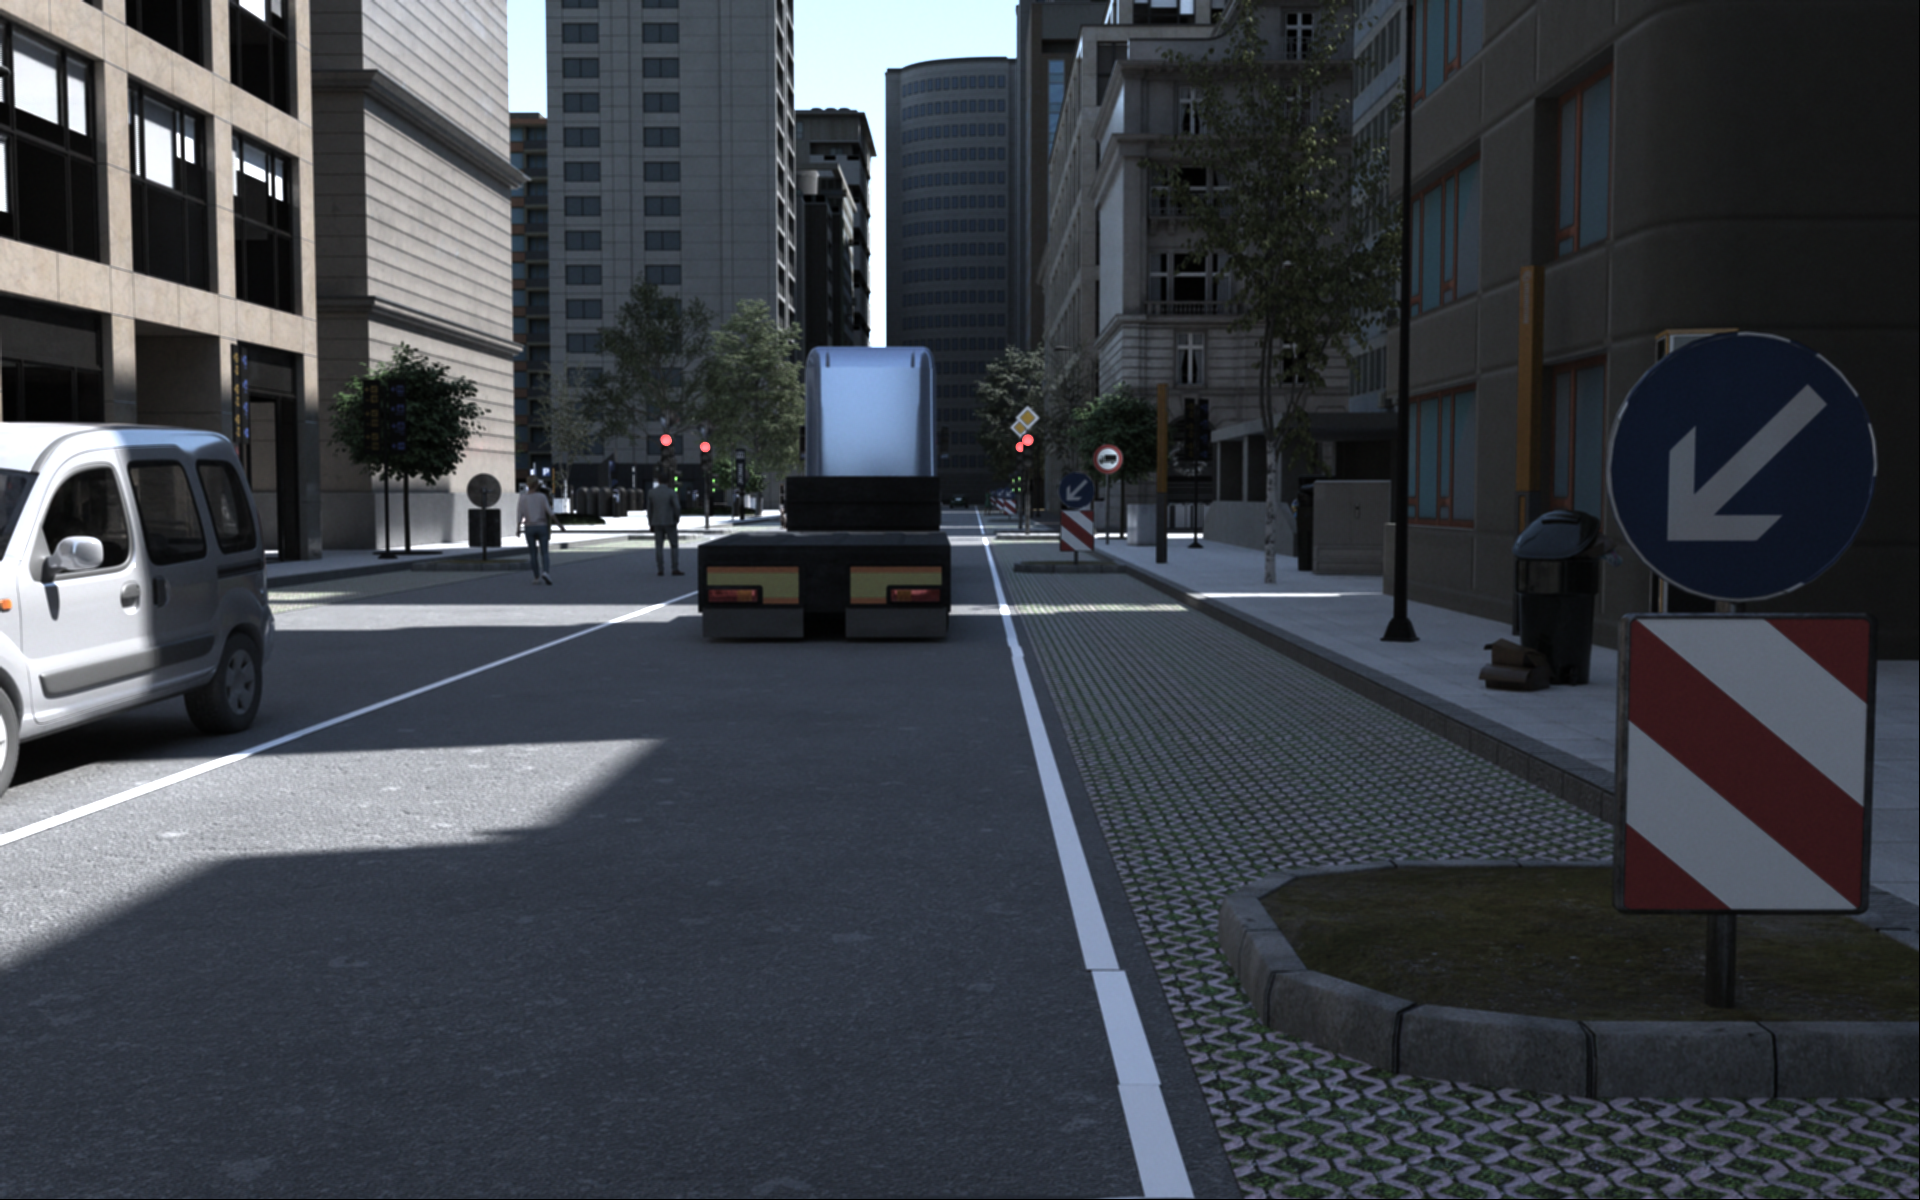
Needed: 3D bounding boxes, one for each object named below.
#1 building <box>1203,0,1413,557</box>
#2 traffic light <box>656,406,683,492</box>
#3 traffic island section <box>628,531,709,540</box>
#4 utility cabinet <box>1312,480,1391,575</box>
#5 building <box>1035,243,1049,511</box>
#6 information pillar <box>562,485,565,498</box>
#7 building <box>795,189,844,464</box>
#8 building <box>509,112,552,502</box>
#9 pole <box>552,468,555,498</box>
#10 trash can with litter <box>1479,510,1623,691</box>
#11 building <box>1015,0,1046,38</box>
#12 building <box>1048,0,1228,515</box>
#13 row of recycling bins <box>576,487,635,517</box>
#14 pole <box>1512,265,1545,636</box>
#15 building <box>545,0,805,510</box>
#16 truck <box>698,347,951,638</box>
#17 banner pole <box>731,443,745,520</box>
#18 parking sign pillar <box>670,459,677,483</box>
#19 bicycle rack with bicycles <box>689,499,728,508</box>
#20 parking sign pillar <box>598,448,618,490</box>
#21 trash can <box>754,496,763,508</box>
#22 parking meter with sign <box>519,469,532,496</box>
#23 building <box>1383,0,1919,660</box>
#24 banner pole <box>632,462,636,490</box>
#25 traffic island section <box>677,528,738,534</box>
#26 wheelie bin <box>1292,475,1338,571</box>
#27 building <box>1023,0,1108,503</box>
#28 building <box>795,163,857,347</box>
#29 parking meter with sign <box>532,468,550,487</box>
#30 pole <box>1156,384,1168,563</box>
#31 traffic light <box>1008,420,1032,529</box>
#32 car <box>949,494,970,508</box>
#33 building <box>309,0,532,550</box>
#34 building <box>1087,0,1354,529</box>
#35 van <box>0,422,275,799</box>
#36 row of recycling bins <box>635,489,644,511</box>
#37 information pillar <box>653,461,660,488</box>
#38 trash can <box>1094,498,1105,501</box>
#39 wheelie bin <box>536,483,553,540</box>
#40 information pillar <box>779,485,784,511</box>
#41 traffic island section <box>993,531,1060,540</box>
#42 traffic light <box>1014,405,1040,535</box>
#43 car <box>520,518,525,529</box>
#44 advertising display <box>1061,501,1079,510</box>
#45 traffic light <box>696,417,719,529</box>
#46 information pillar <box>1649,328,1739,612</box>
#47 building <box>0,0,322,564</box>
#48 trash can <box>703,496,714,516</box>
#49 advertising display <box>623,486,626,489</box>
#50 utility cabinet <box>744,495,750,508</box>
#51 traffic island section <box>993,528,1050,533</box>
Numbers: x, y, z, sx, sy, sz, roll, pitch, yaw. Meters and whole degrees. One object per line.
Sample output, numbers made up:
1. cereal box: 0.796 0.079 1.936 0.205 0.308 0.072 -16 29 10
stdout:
1. building: 22.959 -21.349 40.932 32.217 40.220 23.993 0 4 0
2. traffic light: -9.241 -4.037 54.933 0.839 4.253 0.868 0 4 0
3. traffic island section: -9.281 -2.005 55.068 2.009 0.180 2.903 0 4 0
4. utility cabinet: 6.200 -1.146 27.424 1.173 1.500 0.318 1 4 19
5. building: 11.671 -17.793 127.079 11.583 22.565 21.152 0 4 0
6. information pillar: -30.372 -7.857 132.956 0.304 2.012 0.304 0 4 4
7. building: -18.599 -24.124 166.134 14.160 30.474 14.107 0 4 0
8. building: -50.480 -33.452 201.564 28.867 44.769 22.147 0 4 0
9. pole: -31.615 -8.618 134.744 0.158 3.312 0.155 0 3 0
10. trash can with litter: 3.938 -0.012 11.581 0.624 1.170 1.055 3 5 42
11. building: 16.885 -40.123 198.017 21.231 58.520 28.212 0 4 0
12. building: 15.432 -17.986 98.580 19.350 26.468 34.151 0 4 0
13. row of recycling bins: -20.216 -5.535 97.614 3.534 1.692 1.069 2 4 29
14. pole: 5.122 -1.331 15.599 0.158 3.312 0.155 0 3 0
15. building: -22.496 -43.359 147.178 20.563 71.187 20.611 0 4 0
16. truck: -1.503 -2.208 25.859 2.967 4.110 18.799 0 4 -1
17. banner pole: -10.856 -5.774 84.420 0.863 3.779 0.401 -1 4 -11
18. parking sign pillar: -21.974 -8.758 131.669 1.447 3.967 1.447 1 4 15
19. bicycle rack with bicycles: -17.884 -6.682 122.638 2.925 0.926 2.852 -3 4 -37
20. parking sign pillar: -20.162 -6.878 100.921 1.447 3.967 1.447 -1 4 -15
21. trash can: -15.489 -7.434 133.206 0.748 1.137 0.748 0 3 0
22. parking meter with sign: -30.615 -7.681 121.842 1.738 3.016 0.543 2 4 34
23. building: 19.174 -9.915 7.148 27.650 21.520 28.899 0 4 0
24. banner pole: -25.132 -8.789 133.710 0.401 3.779 0.863 1 4 13
25. traffic island section: -9.224 -2.494 63.052 2.009 0.180 2.903 0 4 0
26. wheelie bin: 6.014 -1.291 29.018 0.980 1.594 0.693 1 4 21
27. building: 16.929 -44.951 173.202 20.563 71.187 20.611 0 4 0
28. building: -24.084 -30.882 196.803 23.993 40.220 32.217 0 4 0
29. parking meter with sign: -27.637 -7.245 114.709 0.543 3.016 1.738 -2 4 -29
30. pole: 3.746 -2.340 32.095 0.158 3.312 0.155 0 3 0
31. traffic light: 2.177 -4.522 62.853 0.839 4.253 0.868 0 4 0
32. car: -0.077 -10.027 175.736 2.131 1.459 4.920 0 4 2
33. building: -24.512 -15.792 45.587 23.554 28.519 14.401 0 4 0
34. building: 17.528 -13.889 68.889 24.055 21.916 13.314 0 4 0
35. van: -5.172 -0.126 9.074 2.013 2.044 4.112 0 4 2
36. row of recycling bins: -25.028 -7.489 129.556 1.069 1.692 3.534 2 4 35
37. information pillar: -21.305 -7.973 121.705 0.504 3.616 0.183 1 4 15
38. trash can: 4.964 -3.177 63.597 0.748 1.137 0.748 0 3 0
39. wheelie bin: -11.660 -2.462 48.156 0.693 1.594 0.980 -1 4 -18
40. information pillar: -13.834 -7.938 134.273 0.304 2.012 0.304 -1 4 -21
41. traffic island section: 2.160 -2.000 54.982 2.009 0.180 2.903 0 4 0
42. traffic light: 2.120 -4.033 54.868 0.839 4.253 0.868 0 4 0
43. car: -17.255 -2.892 59.654 4.827 1.381 2.083 0 4 1
44. advertising display: 4.857 -4.309 75.662 0.974 1.923 0.123 2 4 34
45. traffic light: -9.184 -4.526 62.917 0.839 4.253 0.868 0 4 0
46. information pillar: 3.323 -0.207 7.877 0.304 2.012 0.304 1 4 13
47. building: -22.272 -12.957 16.362 19.350 26.468 34.151 0 4 0
48. trash can: -14.473 -5.387 99.730 0.748 1.137 0.748 0 3 0
49. advertising display: -26.759 -8.139 138.283 0.123 1.923 0.974 -1 4 -19
50. utility cabinet: -15.065 -6.813 122.551 0.306 1.237 1.020 0 4 -1
51. traffic island section: 2.217 -2.488 62.967 2.009 0.180 2.903 0 4 0
